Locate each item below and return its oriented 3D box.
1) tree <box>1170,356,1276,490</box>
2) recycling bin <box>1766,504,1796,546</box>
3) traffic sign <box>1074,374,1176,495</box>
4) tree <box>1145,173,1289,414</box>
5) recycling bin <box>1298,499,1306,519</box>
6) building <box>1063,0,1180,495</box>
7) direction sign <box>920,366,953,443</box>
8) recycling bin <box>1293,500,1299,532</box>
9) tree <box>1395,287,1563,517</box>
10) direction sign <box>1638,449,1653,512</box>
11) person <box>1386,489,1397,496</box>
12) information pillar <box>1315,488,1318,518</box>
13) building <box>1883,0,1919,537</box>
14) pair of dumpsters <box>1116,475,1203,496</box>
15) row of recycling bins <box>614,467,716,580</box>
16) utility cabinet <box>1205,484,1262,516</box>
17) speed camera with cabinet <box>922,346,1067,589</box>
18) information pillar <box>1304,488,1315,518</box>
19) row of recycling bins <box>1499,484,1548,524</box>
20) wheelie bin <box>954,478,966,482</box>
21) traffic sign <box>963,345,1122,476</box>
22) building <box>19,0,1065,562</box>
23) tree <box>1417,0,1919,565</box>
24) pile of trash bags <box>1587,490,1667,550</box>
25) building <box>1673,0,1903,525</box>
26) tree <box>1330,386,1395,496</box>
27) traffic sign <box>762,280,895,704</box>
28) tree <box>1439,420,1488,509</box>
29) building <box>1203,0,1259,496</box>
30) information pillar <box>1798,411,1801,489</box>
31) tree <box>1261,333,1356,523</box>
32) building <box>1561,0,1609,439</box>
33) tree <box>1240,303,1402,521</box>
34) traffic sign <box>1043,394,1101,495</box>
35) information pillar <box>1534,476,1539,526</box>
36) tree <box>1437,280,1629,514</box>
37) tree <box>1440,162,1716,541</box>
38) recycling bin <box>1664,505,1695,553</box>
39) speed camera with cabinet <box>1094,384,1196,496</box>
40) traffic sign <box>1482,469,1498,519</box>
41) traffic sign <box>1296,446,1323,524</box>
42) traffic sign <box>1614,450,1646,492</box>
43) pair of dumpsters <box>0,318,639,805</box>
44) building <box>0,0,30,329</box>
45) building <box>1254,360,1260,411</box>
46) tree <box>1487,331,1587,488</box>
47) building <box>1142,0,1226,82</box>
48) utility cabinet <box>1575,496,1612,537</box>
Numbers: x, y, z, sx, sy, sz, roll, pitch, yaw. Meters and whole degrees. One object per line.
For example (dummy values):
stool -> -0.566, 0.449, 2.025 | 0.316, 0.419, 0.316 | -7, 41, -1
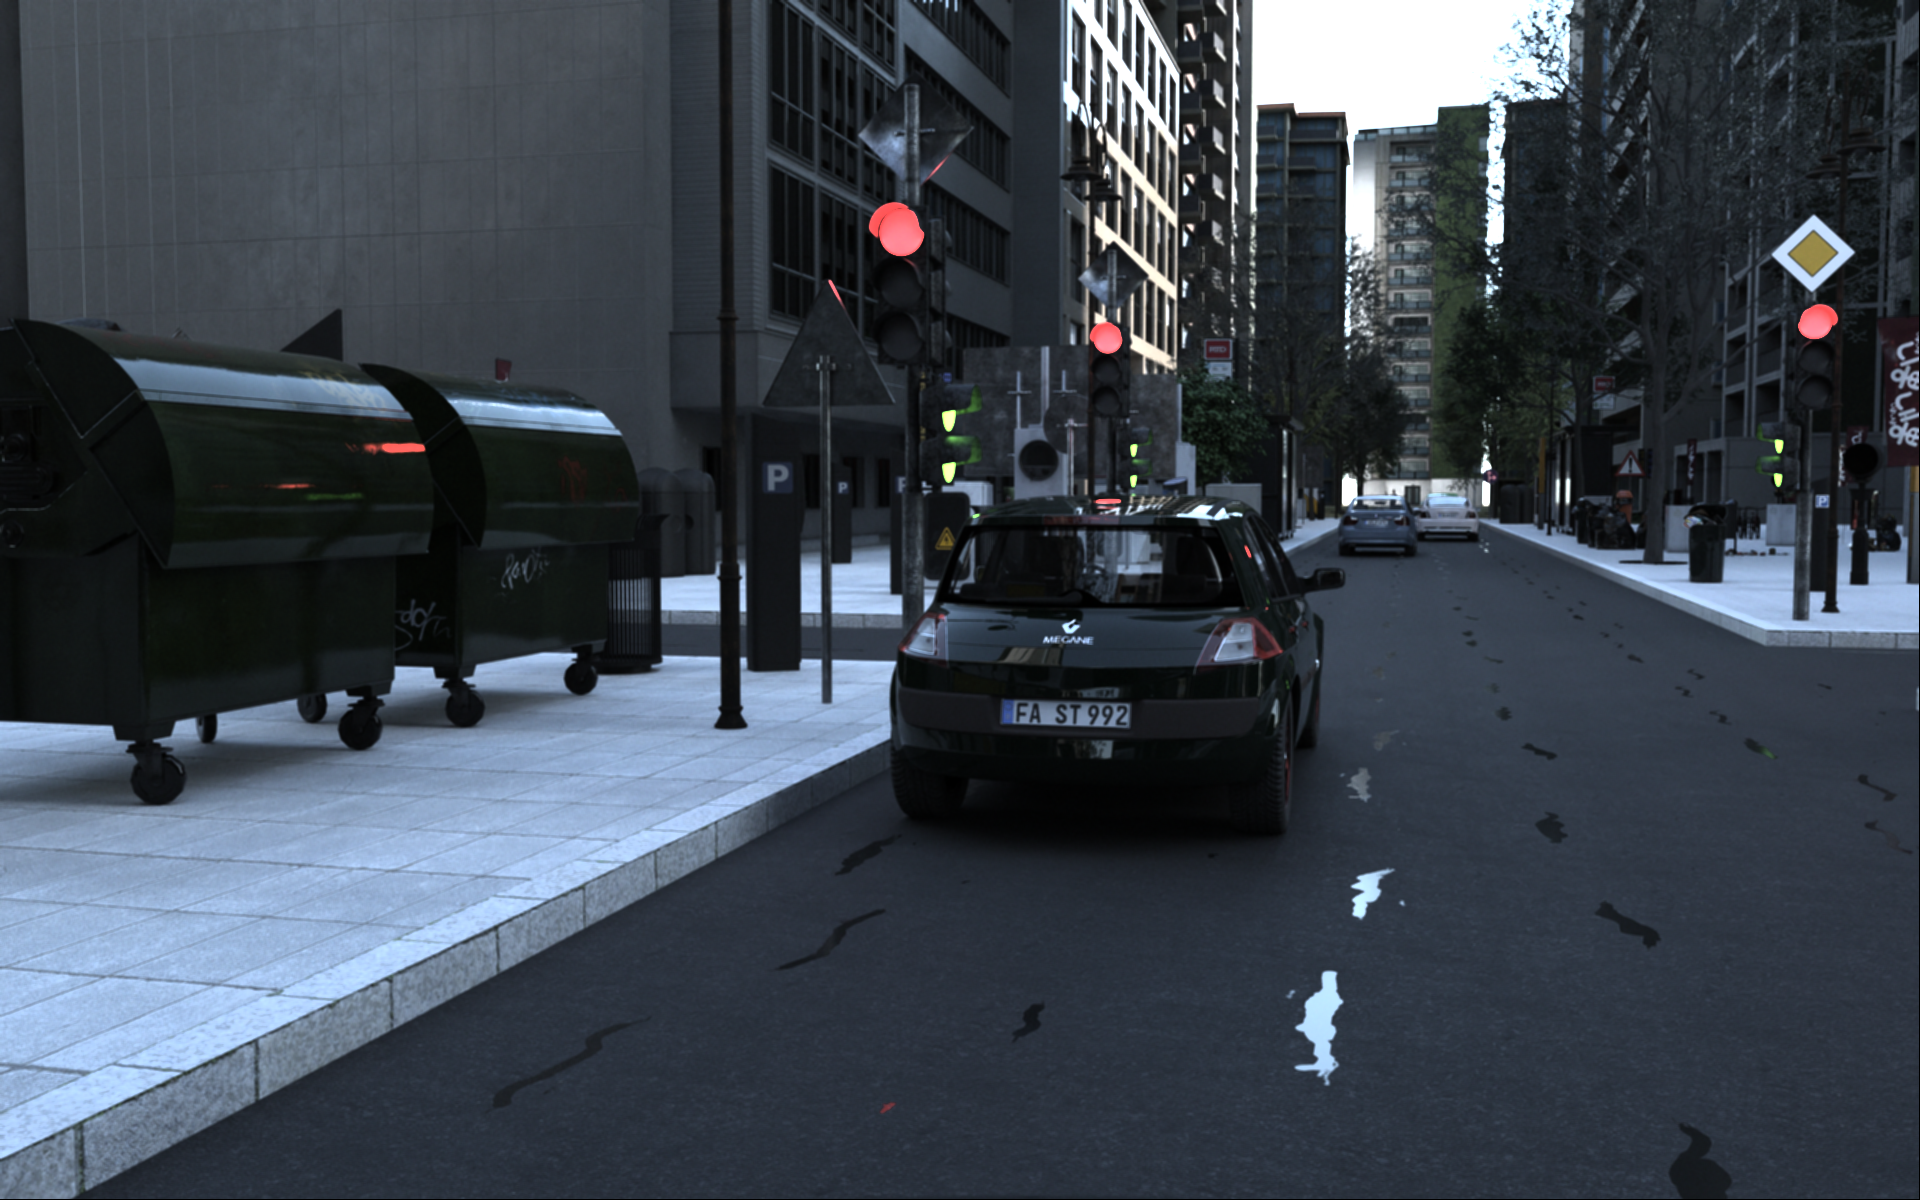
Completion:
tree -> 5.732, -3.494, 40.837 | 4.285, 4.588, 4.351 | 0, 3, 0
recycling bin -> 20.489, -1.861, 42.983 | 0.722, 1.027, 0.722 | 3, 5, 41
traffic sign -> 2.545, -2.185, 29.602 | 2.265, 3.308, 0.079 | 1, 4, 15
tree -> 12.516, -9.493, 65.579 | 12.009, 13.543, 11.850 | 0, 3, 0
recycling bin -> 17.555, -4.748, 90.178 | 0.722, 1.027, 0.722 | -1, 4, -15
building -> -2.158, -16.652, 76.773 | 19.350, 26.468, 34.151 | 1, 4, 14
direction sign -> -0.508, -2.362, 30.619 | 0.876, 3.537, 0.379 | -2, 4, -33
recycling bin -> 10.870, -2.813, 58.554 | 0.722, 1.027, 0.722 | -1, 4, -23
tree -> 29.277, -10.836, 95.298 | 7.486, 12.596, 7.792 | 0, 3, 0
direction sign -> 34.304, -5.793, 86.705 | 0.876, 3.537, 0.379 | -1, 4, -15
person -> 27.243, -6.126, 109.459 | 0.742, 1.727, 0.445 | 1, 4, 17
information pillar -> 18.793, -6.148, 91.869 | 0.504, 3.616, 0.183 | 3, 4, 38
building -> 35.601, -17.101, 51.310 | 14.160, 30.474, 14.107 | 1, 4, 14
pair of dumpsters -> 3.931, -1.998, 35.154 | 1.574, 2.255, 4.437 | 1, 4, 14
row of recycling bins -> -4.997, -1.187, 26.529 | 1.069, 1.692, 3.534 | 2, 4, 32
utility cabinet -> 5.932, -1.771, 37.643 | 1.173, 1.500, 0.318 | 2, 4, 26
speed camera with cabinet -> 0.431, -1.771, 23.291 | 2.038, 3.252, 0.660 | 1, 4, 13
information pillar -> 18.384, -6.127, 91.525 | 0.504, 3.616, 0.183 | -2, 4, -34
row of recycling bins -> 24.673, -4.181, 75.475 | 3.534, 1.692, 1.069 | -3, 5, -44
wheelie bin -> -0.235, -1.630, 34.558 | 0.980, 1.594, 0.693 | 0, 4, -7
traffic sign -> 1.113, -1.832, 23.831 | 2.265, 3.308, 0.079 | 1, 4, 19
building -> -6.903, -13.796, 44.627 | 14.314, 24.678, 30.058 | 1, 4, 14
tree -> 12.911, -7.406, 31.452 | 12.009, 13.543, 11.850 | 0, 3, 0
pile of trash bags -> 15.970, -1.933, 41.359 | 1.912, 1.369, 3.447 | 1, 4, 15
building -> 43.819, -38.889, 74.092 | 20.563, 71.187, 20.611 | 1, 4, 14
tree -> 35.628, -14.315, 152.180 | 7.486, 12.596, 7.792 | 0, 3, 0
traffic sign -> -0.816, -0.645, 10.550 | 0.884, 2.594, 0.081 | 1, 4, 21
tree -> 43.415, -12.121, 148.532 | 4.360, 8.622, 3.978 | 0, 3, 0
building -> 14.708, -27.354, 130.827 | 14.154, 41.232, 14.086 | 1, 4, 14
information pillar -> 22.294, -3.332, 45.833 | 0.183, 3.616, 0.504 | 3, 5, 43
tree -> 15.086, -7.719, 76.574 | 4.737, 8.622, 4.395 | 0, 3, 0
building -> 58.295, -30.235, 144.450 | 14.600, 45.320, 14.200 | 1, 4, 14
tree -> 17.095, -9.146, 83.946 | 8.767, 10.594, 7.601 | 0, 4, 2
traffic sign -> 1.411, -1.348, 22.143 | 0.768, 2.556, 0.104 | 1, 4, 22
information pillar -> 23.392, -4.009, 70.045 | 0.304, 2.012, 0.304 | 1, 4, 10
tree -> 26.838, -9.503, 81.133 | 9.928, 11.665, 9.643 | 0, 3, 0
tree -> 16.528, -6.867, 46.694 | 7.601, 10.594, 8.767 | 1, 4, 21
recycling bin -> 15.956, -1.567, 38.179 | 0.722, 1.027, 0.722 | 1, 4, 16
speed camera with cabinet -> 3.329, -2.276, 31.552 | 0.660, 3.252, 2.038 | -3, 5, -42
traffic sign -> 26.744, -5.338, 87.378 | 0.768, 2.556, 0.104 | 1, 4, 19
traffic sign -> 14.231, -4.860, 73.335 | 2.265, 3.308, 0.079 | 2, 4, 24
traffic sign -> 19.822, -3.135, 51.259 | 0.884, 2.594, 0.081 | 1, 4, 16
pair of dumpsters -> -3.323, -0.407, 9.152 | 1.574, 2.255, 4.437 | 1, 4, 15
building -> -26.725, -10.672, 39.114 | 19.286, 19.102, 10.561 | 1, 4, 14
building -> 11.813, -51.340, 152.084 | 31.000, 86.520, 22.319 | 1, 4, 14
tree -> 24.254, -7.484, 72.728 | 4.737, 8.622, 4.395 | 0, 3, 0
building -> 4.988, -27.877, 110.412 | 22.147, 44.769, 28.867 | 1, 4, 14
utility cabinet -> 19.011, -2.492, 51.912 | 1.020, 1.237, 0.306 | 1, 4, 10
